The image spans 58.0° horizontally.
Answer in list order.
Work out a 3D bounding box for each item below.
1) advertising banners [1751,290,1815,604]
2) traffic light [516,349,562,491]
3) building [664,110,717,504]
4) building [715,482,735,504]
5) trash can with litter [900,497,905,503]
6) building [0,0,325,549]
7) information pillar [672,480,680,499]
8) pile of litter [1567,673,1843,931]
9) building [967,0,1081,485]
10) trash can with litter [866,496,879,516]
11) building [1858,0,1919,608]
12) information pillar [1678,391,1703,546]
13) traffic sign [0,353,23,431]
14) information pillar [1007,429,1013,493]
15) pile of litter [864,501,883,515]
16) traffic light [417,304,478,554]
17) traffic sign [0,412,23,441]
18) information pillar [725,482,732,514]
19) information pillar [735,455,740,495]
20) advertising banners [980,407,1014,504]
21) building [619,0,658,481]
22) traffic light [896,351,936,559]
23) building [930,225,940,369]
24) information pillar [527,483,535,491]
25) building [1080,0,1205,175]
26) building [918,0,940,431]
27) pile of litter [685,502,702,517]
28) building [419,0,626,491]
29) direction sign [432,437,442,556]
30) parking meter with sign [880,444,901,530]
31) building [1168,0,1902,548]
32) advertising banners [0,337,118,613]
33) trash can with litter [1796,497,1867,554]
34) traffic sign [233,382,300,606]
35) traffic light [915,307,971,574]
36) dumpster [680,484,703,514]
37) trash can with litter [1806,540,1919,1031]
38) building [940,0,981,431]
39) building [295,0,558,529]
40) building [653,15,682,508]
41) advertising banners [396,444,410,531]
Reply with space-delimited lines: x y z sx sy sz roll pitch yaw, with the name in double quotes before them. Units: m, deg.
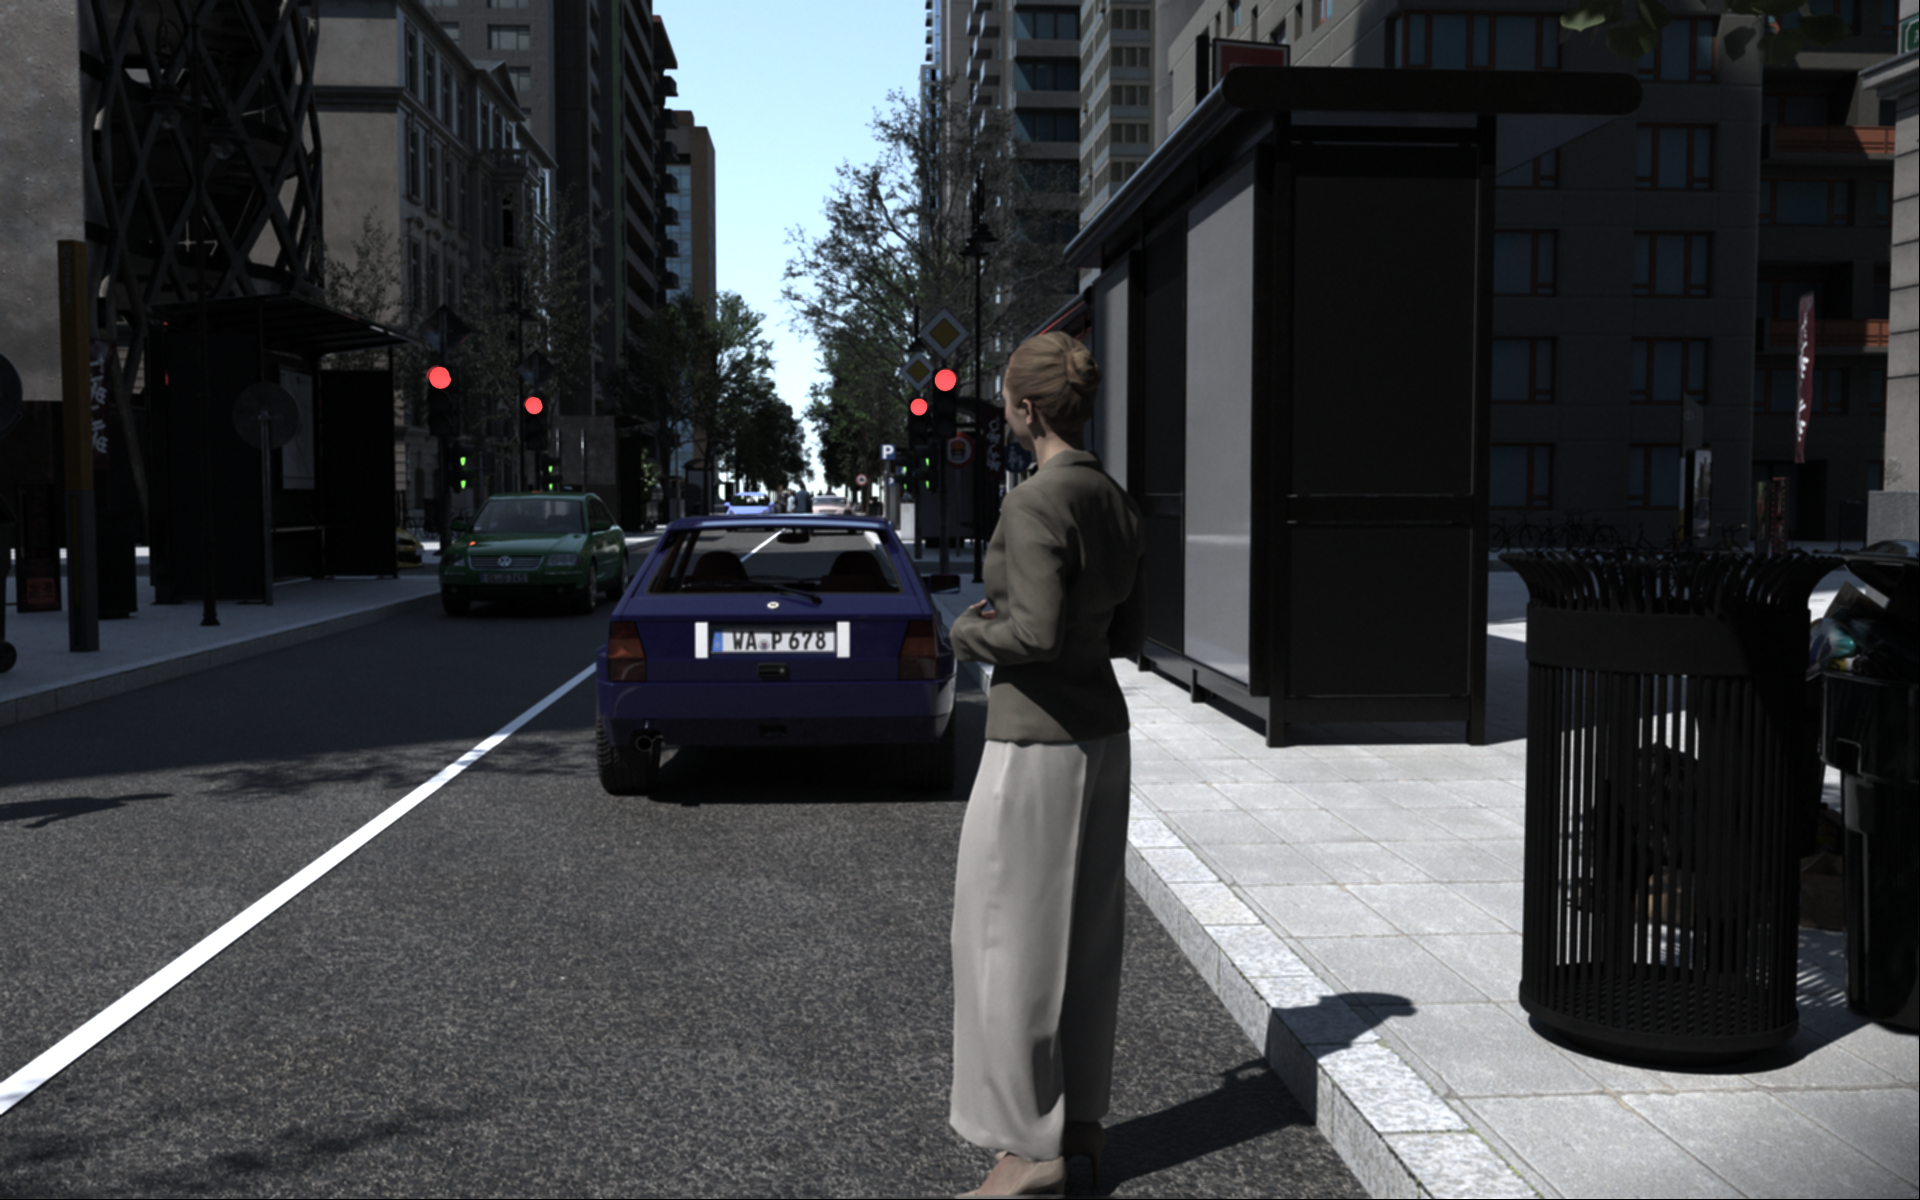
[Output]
"advertising banners" 7.566 -1.209 15.961 0.090 3.025 2.074 1 4 14
"traffic light" -8.183 -2.732 33.596 0.839 4.253 0.868 0 4 -4
"building" -36.364 -34.003 206.051 14.600 45.320 14.200 0 4 -4
"building" -49.015 -34.083 249.138 32.217 40.220 23.993 0 4 -4
"trash can with litter" -2.362 -3.669 71.381 0.624 1.170 1.055 1 4 20
"building" -26.919 -11.036 47.897 16.820 18.784 16.811 0 4 -4
"information pillar" -15.022 -5.327 91.580 0.304 2.012 0.304 1 4 21
"pile of litter" 2.757 0.517 5.517 1.719 0.858 1.176 0 4 2
"building" 12.222 -31.464 134.048 23.786 49.044 30.456 0 4 -4
"trash can with litter" -4.546 -4.698 88.194 0.624 1.170 1.055 -2 4 -33
"building" 16.766 -13.443 7.183 14.401 28.519 23.554 0 4 -4
"information pillar" 16.624 -2.941 39.435 0.504 3.616 0.183 0 4 -2
"traffic sign" -8.484 -0.911 15.002 0.768 2.556 0.104 0 4 5
"information pillar" 1.739 -4.201 60.041 0.183 3.616 0.504 1 4 21
"pile of litter" -5.067 -5.596 105.464 1.719 0.858 1.176 -1 4 -17
"traffic light" -7.597 -2.245 25.633 0.839 4.253 0.868 0 4 -4
"traffic sign" -9.479 -0.957 16.832 0.795 2.450 0.064 0 4 4
"information pillar" -13.867 -6.066 103.672 0.304 2.012 0.304 -3 5 -39
"information pillar" -13.232 -6.825 102.951 0.183 3.616 0.504 -2 4 -32
"advertising banners" 1.376 -2.350 34.615 2.074 3.025 0.090 1 4 22
"building" -34.970 -31.044 131.269 21.300 48.544 21.600 0 4 -4
"traffic light" -0.843 -2.766 34.150 0.839 4.253 0.868 0 4 -4
"building" 8.897 -32.650 225.704 32.217 40.220 23.993 0 4 -4
"information pillar" -18.460 -4.298 74.760 0.304 2.012 0.304 1 4 12
"building" 19.842 -24.876 98.609 32.217 40.220 23.993 0 4 -4
"building" 2.818 -57.474 252.371 22.319 86.520 31.000 0 4 -4
"pile of litter" -14.371 -4.928 94.534 1.719 0.858 1.176 1 4 15
"building" -30.086 -26.324 113.993 14.154 41.232 14.086 0 4 -4
"direction sign" -10.842 -2.699 36.125 0.379 3.537 0.876 -1 4 -14
"parking meter with sign" -2.369 -3.979 61.314 0.543 3.016 1.738 1 4 10
"building" 23.508 -12.835 54.892 28.899 21.520 27.650 0 4 -4
"advertising banners" -10.050 -1.381 18.763 0.090 3.025 2.074 2 4 31
"trash can with litter" 18.789 -1.608 37.346 2.233 1.210 1.678 1 4 14
"traffic sign" -7.928 -1.205 19.808 0.768 2.556 0.104 0 4 1
"traffic light" -0.257 -2.279 26.187 0.839 4.253 0.868 0 4 -4
"dumpster" -15.044 -5.583 97.032 1.264 1.857 1.865 0 4 -4
"trash can with litter" 2.655 0.435 4.275 1.055 1.170 0.624 0 4 -3
"building" 8.584 -37.973 162.851 21.231 58.520 28.212 0 4 -4
"building" -26.730 -15.929 79.531 14.460 24.649 34.723 0 4 -4
"building" -37.095 -30.695 156.483 22.147 44.769 28.867 0 4 -4
"advertising banners" -19.170 -3.883 59.677 0.090 3.025 2.074 0 4 -4
